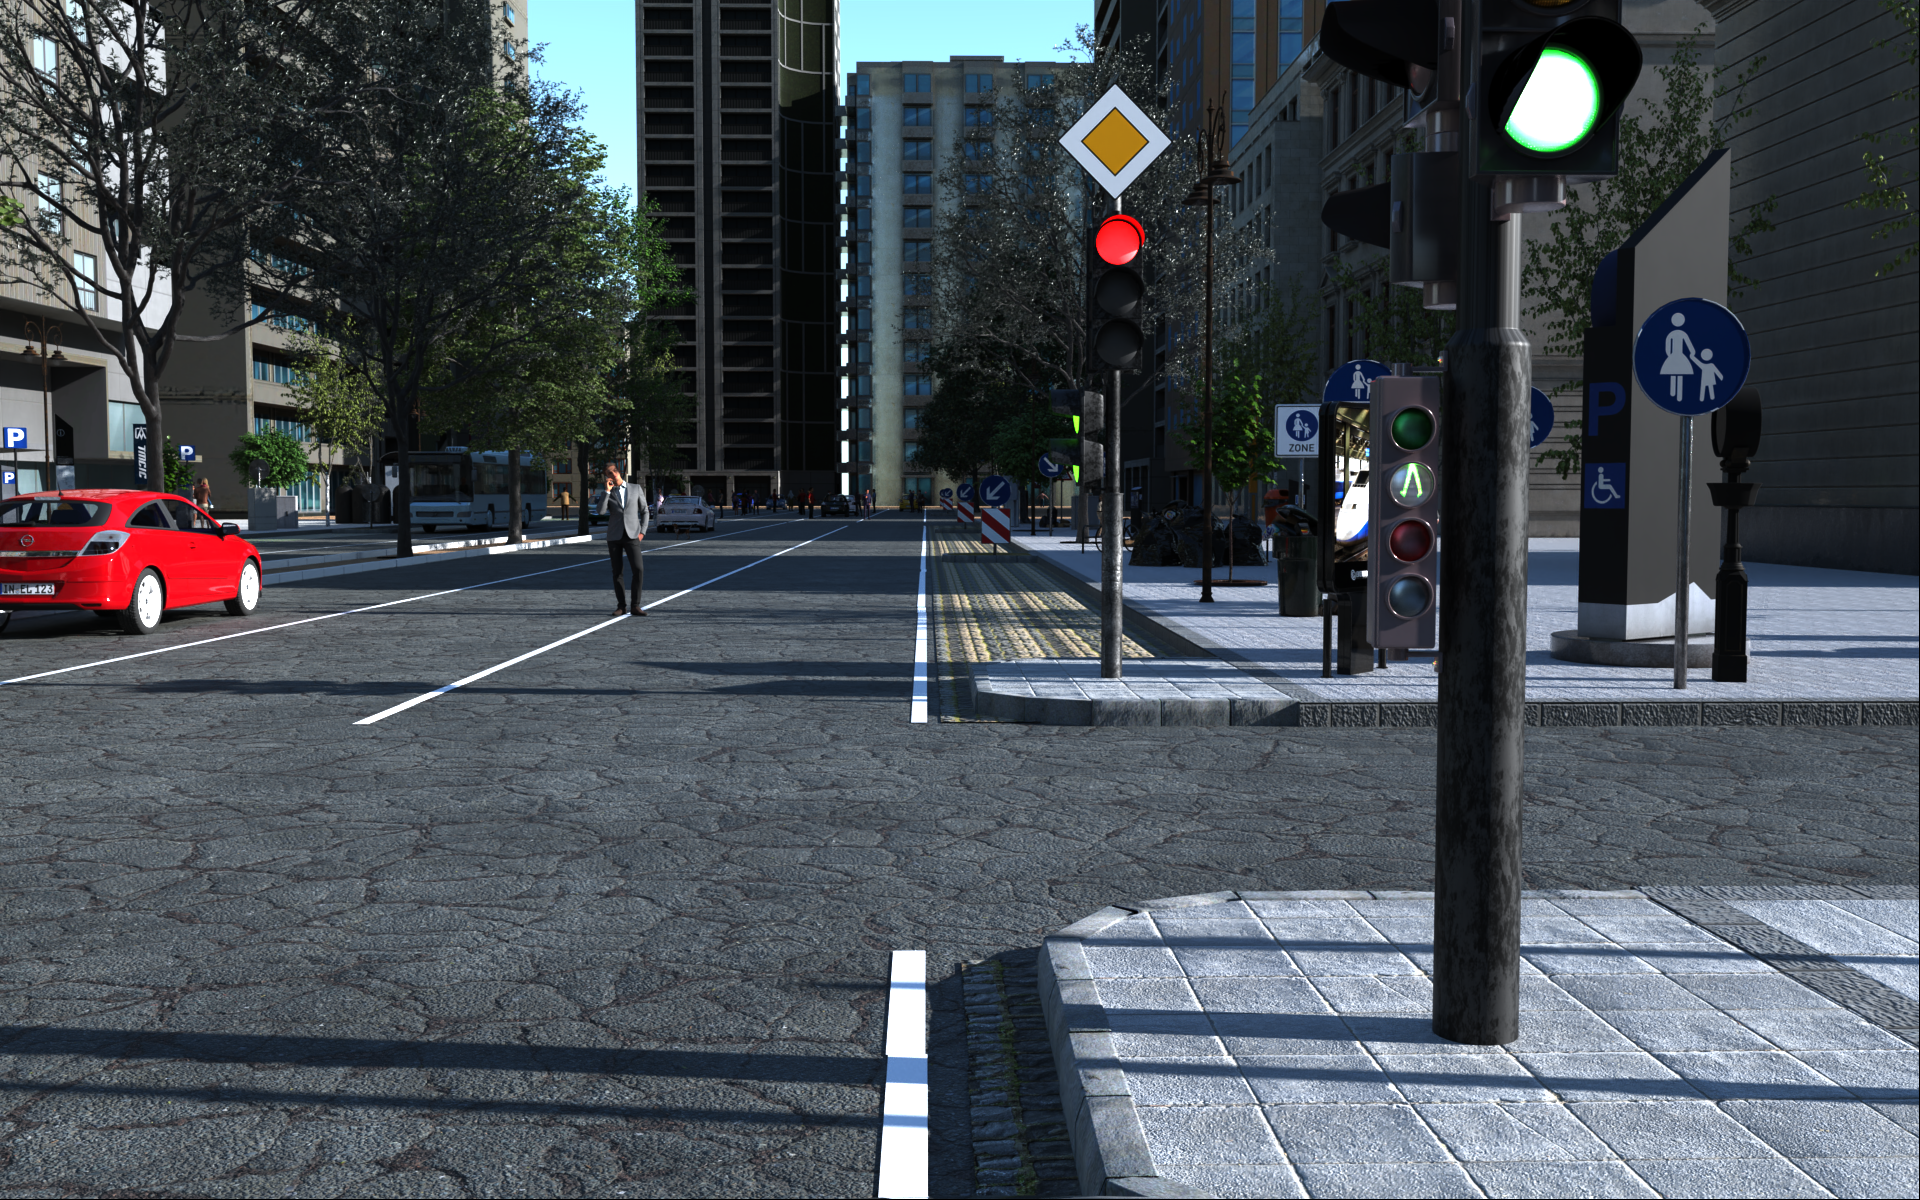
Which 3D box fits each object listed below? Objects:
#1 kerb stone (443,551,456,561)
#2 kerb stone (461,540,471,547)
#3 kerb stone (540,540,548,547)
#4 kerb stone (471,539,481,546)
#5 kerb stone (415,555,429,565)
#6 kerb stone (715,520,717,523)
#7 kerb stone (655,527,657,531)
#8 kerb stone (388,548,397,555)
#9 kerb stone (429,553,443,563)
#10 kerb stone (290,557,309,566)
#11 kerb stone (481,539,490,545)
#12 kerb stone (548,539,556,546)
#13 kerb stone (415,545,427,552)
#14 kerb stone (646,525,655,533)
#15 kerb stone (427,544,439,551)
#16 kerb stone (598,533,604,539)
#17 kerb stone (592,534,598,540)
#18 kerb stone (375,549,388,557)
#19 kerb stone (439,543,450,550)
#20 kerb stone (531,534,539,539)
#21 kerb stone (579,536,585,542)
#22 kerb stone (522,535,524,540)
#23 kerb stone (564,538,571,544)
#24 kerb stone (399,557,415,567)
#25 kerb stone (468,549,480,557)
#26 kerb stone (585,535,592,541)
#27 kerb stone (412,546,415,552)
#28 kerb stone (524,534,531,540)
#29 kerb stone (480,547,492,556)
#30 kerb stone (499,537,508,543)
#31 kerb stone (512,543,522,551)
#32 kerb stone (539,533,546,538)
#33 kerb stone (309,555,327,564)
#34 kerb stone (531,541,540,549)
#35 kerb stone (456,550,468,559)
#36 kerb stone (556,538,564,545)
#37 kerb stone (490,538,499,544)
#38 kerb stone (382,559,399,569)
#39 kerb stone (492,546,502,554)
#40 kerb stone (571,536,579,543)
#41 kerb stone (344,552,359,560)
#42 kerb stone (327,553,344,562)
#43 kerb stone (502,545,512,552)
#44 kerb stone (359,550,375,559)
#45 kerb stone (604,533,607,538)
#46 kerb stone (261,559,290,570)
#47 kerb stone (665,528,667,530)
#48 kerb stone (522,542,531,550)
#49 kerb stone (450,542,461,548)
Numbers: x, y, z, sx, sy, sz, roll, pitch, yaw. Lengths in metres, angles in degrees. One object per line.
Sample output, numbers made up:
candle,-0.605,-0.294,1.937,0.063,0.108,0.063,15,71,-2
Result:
kerb stone,-11.182,-0.940,37.563,0.120,0.150,1.000,0,4,-1
kerb stone,-13.463,-1.499,46.767,0.120,0.150,1.000,0,4,-1
kerb stone,-11.358,-1.503,46.780,0.120,0.150,1.000,0,4,-1
kerb stone,-13.486,-1.565,47.790,0.120,0.150,1.000,0,4,-1
kerb stone,-11.141,-0.814,35.511,0.120,0.150,1.000,0,4,-1
kerb stone,-12.138,-3.889,85.783,0.120,0.150,1.000,0,4,-1
kerb stone,-11.744,-2.694,66.281,0.120,0.150,1.000,0,4,-1
kerb stone,-13.337,-1.125,40.587,0.120,0.150,1.000,0,4,-1
kerb stone,-11.160,-0.877,36.538,0.120,0.150,1.000,0,4,-1
kerb stone,-13.220,-0.747,34.416,0.120,0.150,1.000,0,4,-1
kerb stone,-13.500,-1.628,48.816,0.120,0.150,1.000,0,4,-1
kerb stone,-11.385,-1.563,47.804,0.120,0.150,1.000,0,4,-1
kerb stone,-13.382,-1.250,42.649,0.120,0.150,1.000,0,4,-1
kerb stone,-11.729,-2.629,65.249,0.120,0.150,1.000,0,4,-1
kerb stone,-13.408,-1.311,43.681,0.120,0.150,1.000,0,4,-1
kerb stone,-11.532,-2.006,54.987,0.120,0.150,1.000,0,4,-1
kerb stone,-11.507,-1.942,53.954,0.120,0.150,1.000,0,4,-1
kerb stone,-13.325,-1.061,39.545,0.120,0.150,1.000,0,4,-1
kerb stone,-13.424,-1.375,44.707,0.120,0.150,1.000,0,4,-1
kerb stone,-13.625,-2.005,54.984,0.120,0.150,1.000,0,4,-1
kerb stone,-11.465,-1.817,51.908,0.120,0.150,1.000,0,4,-1
kerb stone,-13.575,-1.878,52.922,0.120,0.150,1.000,0,4,-1
kerb stone,-11.428,-1.692,49.855,0.120,0.150,1.000,0,4,-1
kerb stone,-11.116,-0.752,34.489,0.120,0.150,1.000,0,4,-1
kerb stone,-11.217,-1.064,39.607,0.120,0.150,1.000,0,4,-1
kerb stone,-11.476,-1.880,52.930,0.120,0.150,1.000,0,4,-1
kerb stone,-13.366,-1.188,41.614,0.120,0.150,1.000,0,4,-1
kerb stone,-13.603,-1.942,53.955,0.120,0.150,1.000,0,4,-1
kerb stone,-11.236,-1.125,40.630,0.120,0.150,1.000,0,4,-1
kerb stone,-13.547,-1.754,50.873,0.120,0.150,1.000,0,4,-1
kerb stone,-11.306,-1.316,43.708,0.120,0.150,1.000,0,4,-1
kerb stone,-13.647,-2.066,56.006,0.120,0.150,1.000,0,4,-1
kerb stone,-13.242,-0.810,35.443,0.120,0.150,1.000,0,4,-1
kerb stone,-11.340,-1.438,45.758,0.120,0.150,1.000,0,4,-1
kerb stone,-11.208,-1.002,38.585,0.120,0.150,1.000,0,4,-1
kerb stone,-11.403,-1.629,48.829,0.120,0.150,1.000,0,4,-1
kerb stone,-13.520,-1.690,49.838,0.120,0.150,1.000,0,4,-1
kerb stone,-11.107,-0.684,33.458,0.120,0.150,1.000,0,4,-1
kerb stone,-11.264,-1.190,41.651,0.120,0.150,1.000,0,4,-1
kerb stone,-11.440,-1.753,50.879,0.120,0.150,1.000,0,4,-1
kerb stone,-13.285,-0.933,37.501,0.120,0.150,1.000,0,4,-1
kerb stone,-13.262,-0.865,36.468,0.120,0.150,1.000,0,4,-1
kerb stone,-11.288,-1.247,42.674,0.120,0.150,1.000,0,4,-1
kerb stone,-13.298,-0.999,38.523,0.120,0.150,1.000,0,4,-1
kerb stone,-11.547,-2.067,56.010,0.120,0.150,1.000,0,4,-1
kerb stone,-13.203,-0.684,33.387,0.120,0.150,1.000,0,4,-1
kerb stone,-11.791,-2.822,68.333,0.120,0.150,1.000,0,4,-1
kerb stone,-11.330,-1.378,44.733,0.120,0.150,1.000,0,4,-1
kerb stone,-13.446,-1.440,45.736,0.120,0.150,1.000,0,4,-1
